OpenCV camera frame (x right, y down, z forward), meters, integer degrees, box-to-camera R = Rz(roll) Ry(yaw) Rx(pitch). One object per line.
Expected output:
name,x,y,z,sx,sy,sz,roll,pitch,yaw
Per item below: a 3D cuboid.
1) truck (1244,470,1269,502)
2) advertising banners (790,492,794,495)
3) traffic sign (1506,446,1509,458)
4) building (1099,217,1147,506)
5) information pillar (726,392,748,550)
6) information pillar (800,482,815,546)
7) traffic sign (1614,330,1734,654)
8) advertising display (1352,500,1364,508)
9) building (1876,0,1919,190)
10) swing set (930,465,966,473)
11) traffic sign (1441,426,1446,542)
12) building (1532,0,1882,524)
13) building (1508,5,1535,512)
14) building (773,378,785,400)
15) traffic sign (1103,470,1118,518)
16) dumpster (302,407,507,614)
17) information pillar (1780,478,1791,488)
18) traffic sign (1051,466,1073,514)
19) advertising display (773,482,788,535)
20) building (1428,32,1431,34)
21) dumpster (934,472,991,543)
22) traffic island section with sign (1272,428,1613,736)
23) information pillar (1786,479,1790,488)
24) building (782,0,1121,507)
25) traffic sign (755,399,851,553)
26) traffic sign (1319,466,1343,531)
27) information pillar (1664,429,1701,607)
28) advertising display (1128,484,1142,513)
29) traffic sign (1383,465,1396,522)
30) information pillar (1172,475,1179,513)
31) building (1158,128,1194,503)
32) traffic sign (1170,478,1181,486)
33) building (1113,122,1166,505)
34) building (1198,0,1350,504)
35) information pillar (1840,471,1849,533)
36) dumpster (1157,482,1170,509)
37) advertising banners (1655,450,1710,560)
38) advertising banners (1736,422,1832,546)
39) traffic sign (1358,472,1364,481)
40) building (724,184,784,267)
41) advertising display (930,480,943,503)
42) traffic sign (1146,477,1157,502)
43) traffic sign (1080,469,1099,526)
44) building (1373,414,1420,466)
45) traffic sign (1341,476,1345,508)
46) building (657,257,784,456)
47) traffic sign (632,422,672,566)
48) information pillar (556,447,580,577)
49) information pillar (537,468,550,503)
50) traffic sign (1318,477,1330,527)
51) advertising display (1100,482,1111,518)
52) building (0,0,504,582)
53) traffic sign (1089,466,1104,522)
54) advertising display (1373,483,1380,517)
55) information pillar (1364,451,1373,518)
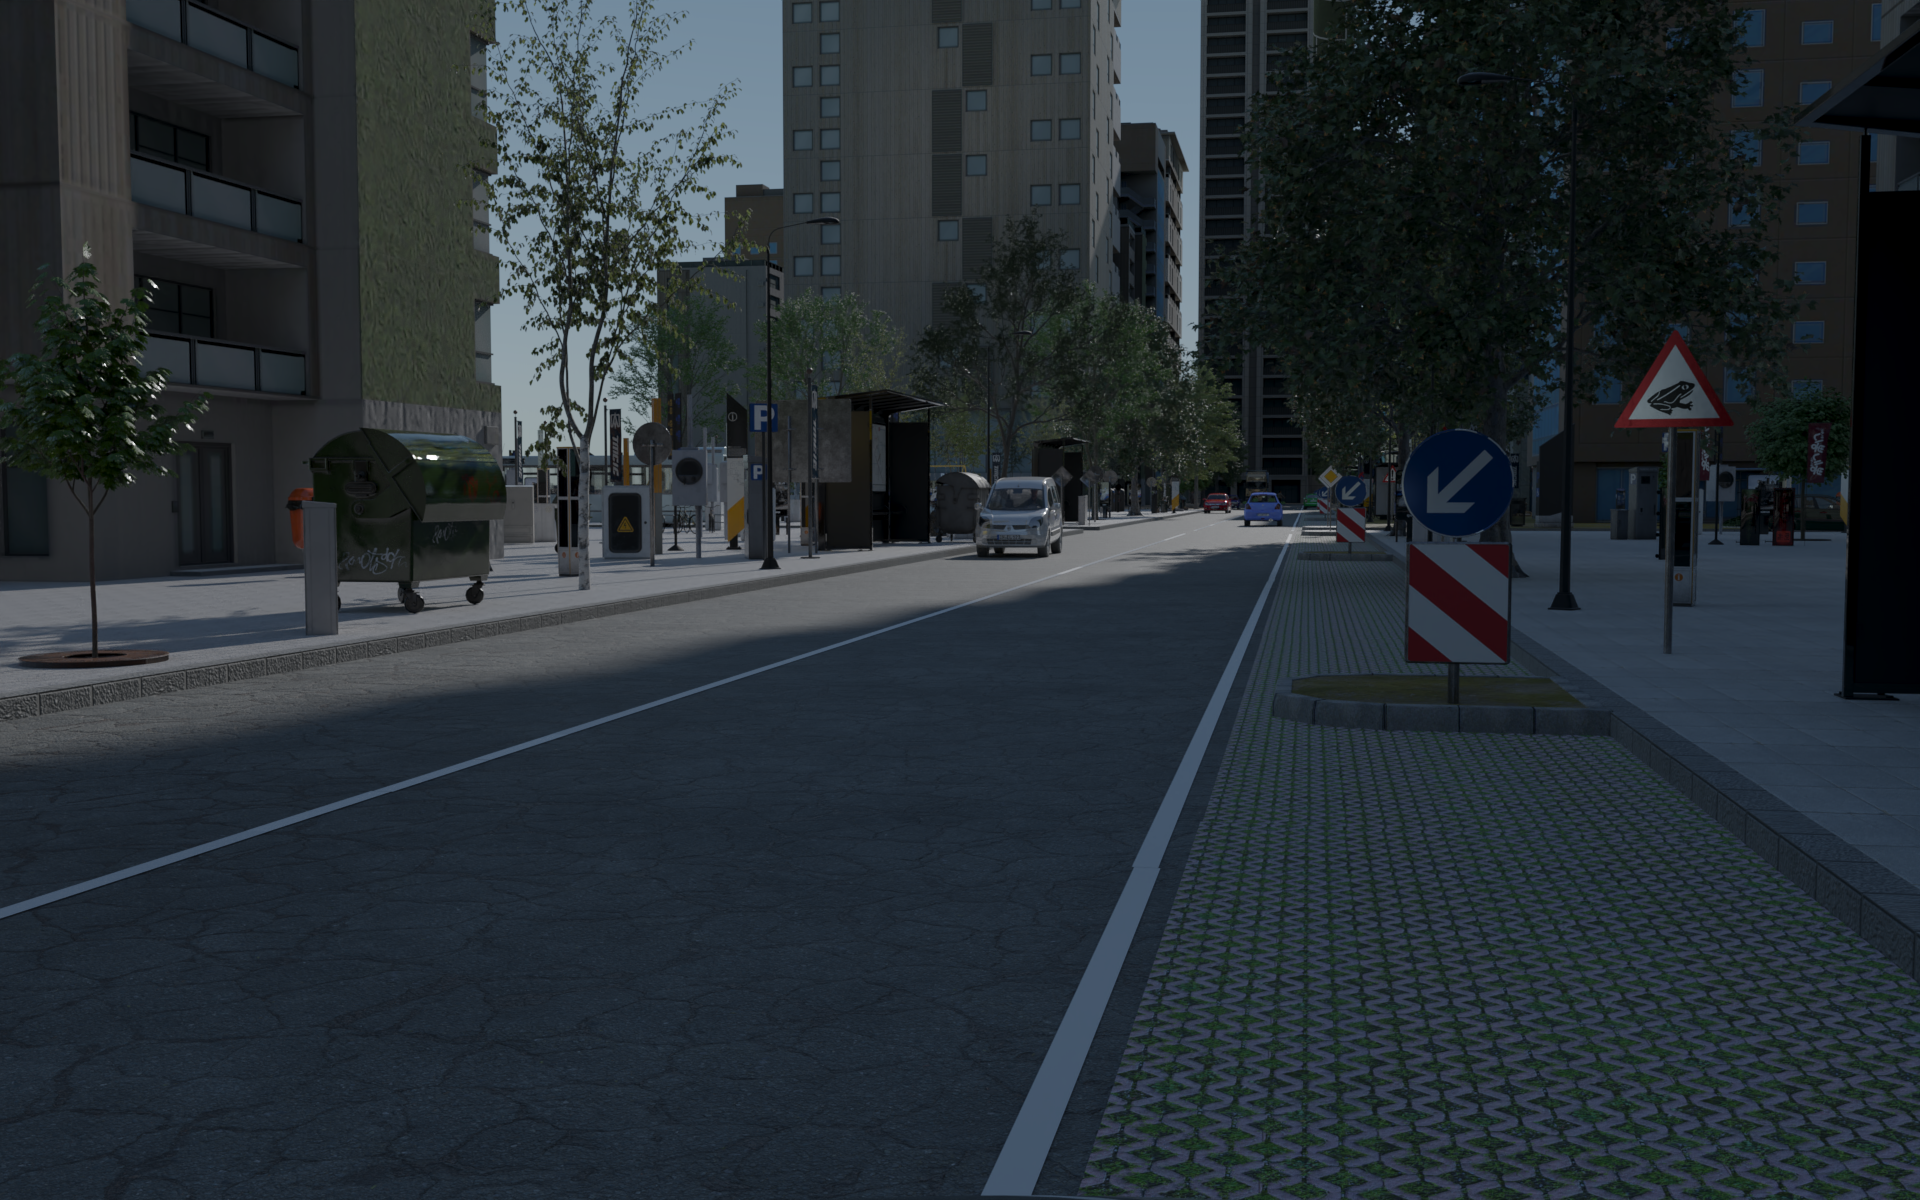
truck,35.183,-13.221,205.070,2.839,4.237,11.283,1,4,11
advertising banners,-13.433,-8.406,133.620,0.090,3.025,2.074,2,4,35
traffic sign,12.262,-2.438,39.969,0.768,2.556,0.104,1,4,19
building,11.698,-24.992,180.316,14.160,30.474,14.107,1,4,11
information pillar,-5.148,-2.973,39.956,0.504,3.616,0.183,0,4,-2
information pillar,-3.777,-2.353,42.957,0.304,2.012,0.304,1,4,12
traffic sign,5.686,-0.847,13.846,0.884,2.594,0.081,1,4,17
advertising display,19.854,-4.967,86.426,0.123,1.923,0.974,3,5,43
building,27.898,-21.590,36.592,14.154,41.232,14.086,1,4,11
swing set,-0.961,-5.948,94.874,3.119,2.851,2.862,1,4,23
traffic sign,9.326,-2.043,33.399,0.884,2.594,0.081,1,4,20
building,34.780,-26.294,80.023,14.200,45.320,14.600,1,4,11
building,45.301,-49.080,115.136,22.319,86.520,31.000,1,4,11
building,-6.317,-54.589,205.197,31.000,86.520,22.319,1,4,11
traffic sign,8.052,-5.672,92.839,0.768,2.556,0.104,1,4,12
dumpster,-6.192,-1.032,19.370,1.502,2.255,1.985,1,4,11
information pillar,33.188,-3.986,69.668,0.304,2.012,0.304,-1,4,-18
traffic sign,3.634,-3.562,61.873,0.795,2.450,0.064,1,4,11
advertising display,-5.845,-3.002,54.295,0.974,1.923,0.123,-1,4,-21
building,64.456,-36.665,188.717,28.713,52.752,27.495,1,4,11
dumpster,0.062,-2.473,46.193,1.264,1.857,1.865,1,4,11
traffic island section with sign,3.065,-0.163,11.296,1.989,1.847,2.006,1,4,11
information pillar,30.452,-4.422,63.662,0.183,3.616,0.504,1,4,21
building,0.316,-34.939,160.496,28.713,52.752,27.495,1,4,11
traffic sign,-3.402,-2.661,37.380,2.265,3.308,0.079,1,4,20
traffic sign,12.840,-3.447,60.007,0.795,2.450,0.064,1,4,11
information pillar,8.255,-0.936,19.792,0.304,2.012,0.304,2,4,31
advertising display,11.017,-6.368,109.326,0.974,1.923,0.123,-2,4,-28
traffic sign,19.518,-4.782,78.195,0.884,2.594,0.081,1,4,20
information pillar,14.268,-7.547,114.741,0.504,3.616,0.183,1,4,23
building,20.311,-40.425,250.185,27.495,52.752,28.713,1,4,11
traffic sign,15.462,-7.611,124.547,0.768,2.556,0.104,1,4,13
building,16.665,-34.006,206.107,14.200,45.320,14.600,1,4,11
building,44.211,-49.144,241.751,20.611,71.187,20.563,1,4,11
information pillar,29.133,-4.007,56.877,0.183,3.616,0.504,0,4,-7
dumpster,15.690,-8.006,133.388,1.502,2.255,1.985,1,4,11
advertising banners,14.353,-2.327,34.234,2.074,3.025,0.090,-3,5,-39
advertising banners,20.338,-2.850,42.781,2.074,3.025,0.090,2,4,30
traffic sign,22.671,-5.925,96.980,0.768,2.556,0.104,1,4,13
building,-25.092,-36.827,252.231,14.200,45.320,14.600,1,4,11
advertising display,-1.116,-4.645,81.153,0.123,1.923,0.974,-2,4,-34
traffic sign,14.292,-7.905,129.347,0.768,2.556,0.104,1,4,13
traffic sign,5.209,-4.040,69.702,0.795,2.450,0.064,1,4,11
building,70.034,-37.841,238.308,30.456,49.044,23.786,1,4,11
traffic sign,27.236,-7.494,122.630,0.768,2.556,0.104,1,4,16
building,-28.538,-27.118,215.087,14.107,30.474,14.160,1,4,11
traffic sign,-5.456,-1.868,30.650,0.768,2.556,0.104,1,4,16
information pillar,-6.054,-1.374,26.954,0.304,2.012,0.304,3,5,40
information pillar,-11.958,-2.769,49.763,0.304,2.012,0.304,0,4,1
traffic sign,14.415,-3.926,67.836,0.795,2.450,0.064,1,4,11
advertising display,7.738,-5.329,92.343,0.123,1.923,0.974,-2,4,-26
building,-17.300,-21.057,27.884,14.154,41.232,14.086,1,4,11
traffic sign,6.121,-4.794,78.494,0.768,2.556,0.104,1,4,18
advertising display,23.716,-5.668,97.889,0.974,1.923,0.123,-3,4,-37
information pillar,22.232,-6.305,94.446,0.504,3.616,0.183,0,4,7
